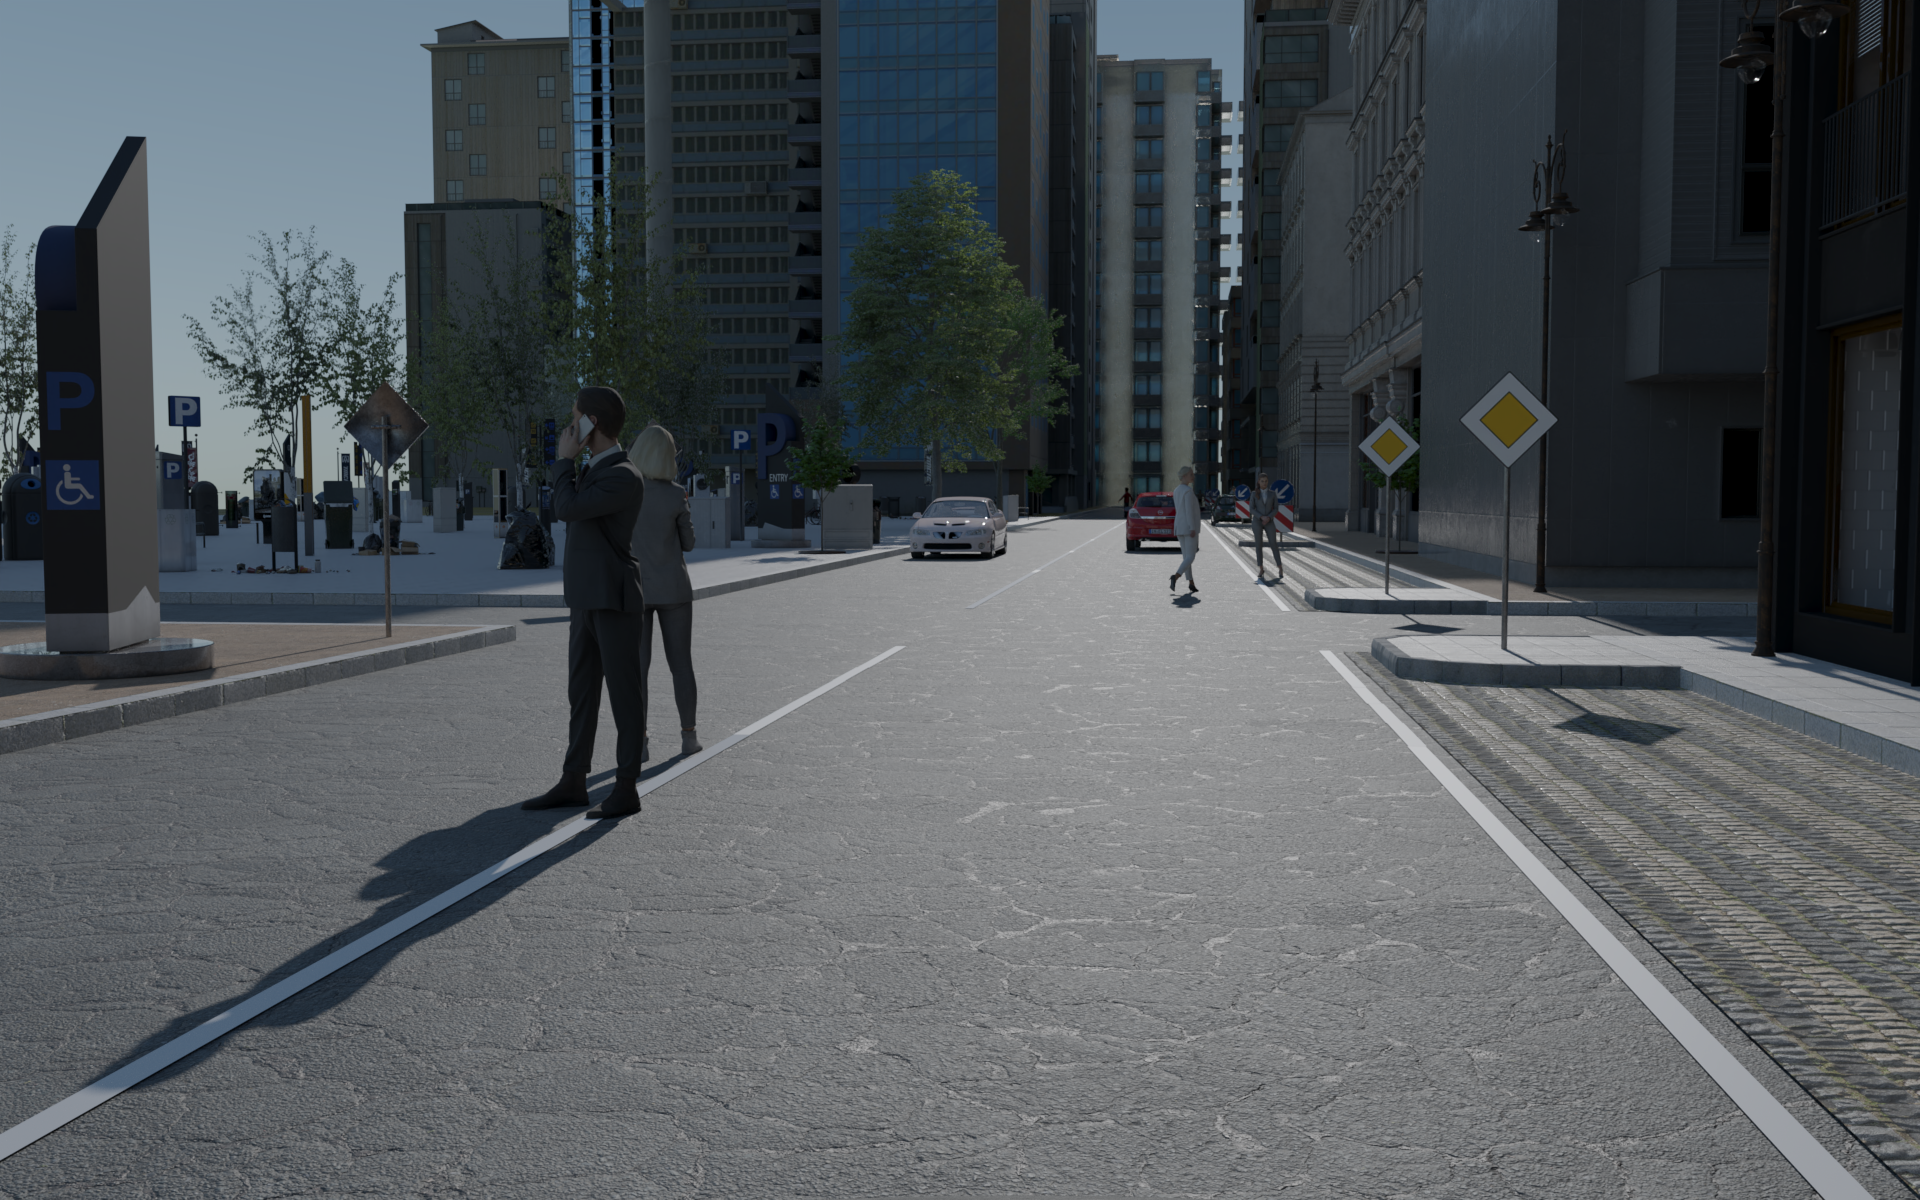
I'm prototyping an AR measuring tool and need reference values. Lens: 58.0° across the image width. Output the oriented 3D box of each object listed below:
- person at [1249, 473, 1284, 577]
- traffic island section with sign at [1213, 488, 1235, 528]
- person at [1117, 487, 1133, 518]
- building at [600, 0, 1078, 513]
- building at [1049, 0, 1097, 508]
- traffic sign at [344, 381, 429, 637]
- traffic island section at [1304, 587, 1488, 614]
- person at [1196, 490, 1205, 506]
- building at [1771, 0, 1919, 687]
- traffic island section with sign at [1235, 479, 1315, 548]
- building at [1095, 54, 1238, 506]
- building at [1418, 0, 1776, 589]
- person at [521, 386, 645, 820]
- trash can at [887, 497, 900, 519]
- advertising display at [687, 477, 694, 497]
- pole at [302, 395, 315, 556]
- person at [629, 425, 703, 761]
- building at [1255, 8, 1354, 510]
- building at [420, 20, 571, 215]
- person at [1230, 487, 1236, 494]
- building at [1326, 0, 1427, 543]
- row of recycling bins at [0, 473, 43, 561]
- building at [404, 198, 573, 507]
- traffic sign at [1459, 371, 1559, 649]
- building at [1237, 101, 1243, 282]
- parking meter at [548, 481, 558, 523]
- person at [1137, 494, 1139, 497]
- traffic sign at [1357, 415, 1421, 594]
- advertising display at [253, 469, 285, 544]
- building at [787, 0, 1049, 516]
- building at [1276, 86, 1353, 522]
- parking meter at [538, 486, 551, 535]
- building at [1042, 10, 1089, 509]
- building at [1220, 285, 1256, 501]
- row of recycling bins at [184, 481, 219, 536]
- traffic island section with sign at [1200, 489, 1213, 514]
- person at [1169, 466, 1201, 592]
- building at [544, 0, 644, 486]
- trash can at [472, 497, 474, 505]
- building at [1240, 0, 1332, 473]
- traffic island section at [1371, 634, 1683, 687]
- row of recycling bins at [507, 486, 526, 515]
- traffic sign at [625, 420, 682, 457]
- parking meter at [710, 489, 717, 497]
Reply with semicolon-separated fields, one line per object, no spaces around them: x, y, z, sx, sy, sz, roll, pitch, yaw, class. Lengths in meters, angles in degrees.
5.271;-1.284;29.771;0.520;1.790;0.573;-1;4;-12;person
11.991;-4.019;74.340;1.989;1.847;2.006;0;4;7;traffic island section with sign
9.845;-5.758;102.600;1.348;1.831;0.705;-3;5;-44;person
-7.836;-26.535;125.727;32.217;40.220;23.993;0;4;7;building
2.226;-44.380;163.868;20.611;71.187;20.563;0;4;7;building
-5.121;-0.724;15.472;0.795;2.450;0.064;0;4;7;traffic sign
5.506;0.001;22.260;2.009;0.180;2.903;0;4;7;traffic island section
23.409;-9.810;168.899;1.348;1.823;0.705;1;4;21;person
11.740;-10.718;4.916;12.332;23.373;15.834;0;4;7;building
8.606;-2.357;47.159;1.989;1.847;2.006;0;4;7;traffic island section with sign
14.471;-35.005;191.933;30.456;49.044;23.786;0;4;7;building
23.468;-12.688;26.519;30.058;24.678;14.314;0;4;7;building
-1.649;0.010;7.697;0.474;1.900;0.648;-2;4;-31;person
-3.482;-4.859;91.094;0.748;1.137;0.748;0;3;0;trash can
-10.109;-3.656;64.995;0.123;1.923;0.974;-1;4;-16;advertising display
-13.503;-2.570;35.869;0.158;3.312;0.155;0;3;0;pole
-1.707;-0.049;9.485;0.537;1.800;0.526;0;4;4;person
25.354;-20.486;106.651;14.160;30.474;14.107;0;4;7;building
-42.945;-37.425;201.129;27.495;52.752;28.713;0;4;7;building
14.103;-4.950;89.548;0.853;1.813;0.709;0;4;-4;person
17.628;-12.650;57.745;10.553;20.767;40.483;0;4;7;building
-17.819;-1.638;33.899;1.069;1.692;3.534;3;5;45;row of recycling bins
-45.877;-24.564;173.322;14.107;30.474;14.160;0;4;7;building
4.497;-0.649;14.261;0.795;2.450;0.064;0;4;7;traffic sign
45.297;-34.748;187.744;30.456;49.044;23.786;0;4;7;building
-18.118;-4.371;77.174;0.399;1.863;0.255;1;4;10;parking meter
16.258;-8.893;157.128;0.421;1.427;0.697;-2;4;-31;person
5.481;-1.134;22.186;0.795;2.450;0.064;0;4;7;traffic sign
-17.772;-2.406;44.547;0.974;1.923;0.123;2;4;25;advertising display
-1.993;-27.845;105.383;14.600;45.320;14.200;0;4;7;building
21.248;-14.543;86.923;9.793;20.994;18.267;0;4;7;building
-12.891;-2.774;53.768;0.372;1.533;0.369;0;3;0;parking meter
3.243;-28.127;143.475;14.154;41.232;14.086;0;4;7;building
37.909;-19.034;156.240;27.650;21.520;28.899;0;4;7;building
-24.593;-2.817;53.179;3.534;1.692;1.069;0;4;-5;row of recycling bins
18.056;-7.010;123.241;1.989;1.847;2.006;0;4;7;traffic island section with sign
3.238;-1.023;25.097;0.818;1.842;0.514;-3;5;-42;person
-23.796;-52.149;165.302;31.000;86.520;22.319;0;4;7;building
-25.226;-4.706;88.600;0.748;1.137;0.748;0;3;0;trash can
34.734;-32.879;126.805;28.713;52.752;27.495;0;4;7;building
4.522;0.486;14.336;2.009;0.180;2.903;0;4;7;traffic island section
-22.505;-4.877;86.859;1.069;1.692;3.534;-2;4;-23;row of recycling bins
-4.137;-1.208;23.396;0.795;2.450;0.064;0;4;7;traffic sign
-12.705;-4.948;89.314;0.372;1.533;0.369;0;3;0;parking meter
